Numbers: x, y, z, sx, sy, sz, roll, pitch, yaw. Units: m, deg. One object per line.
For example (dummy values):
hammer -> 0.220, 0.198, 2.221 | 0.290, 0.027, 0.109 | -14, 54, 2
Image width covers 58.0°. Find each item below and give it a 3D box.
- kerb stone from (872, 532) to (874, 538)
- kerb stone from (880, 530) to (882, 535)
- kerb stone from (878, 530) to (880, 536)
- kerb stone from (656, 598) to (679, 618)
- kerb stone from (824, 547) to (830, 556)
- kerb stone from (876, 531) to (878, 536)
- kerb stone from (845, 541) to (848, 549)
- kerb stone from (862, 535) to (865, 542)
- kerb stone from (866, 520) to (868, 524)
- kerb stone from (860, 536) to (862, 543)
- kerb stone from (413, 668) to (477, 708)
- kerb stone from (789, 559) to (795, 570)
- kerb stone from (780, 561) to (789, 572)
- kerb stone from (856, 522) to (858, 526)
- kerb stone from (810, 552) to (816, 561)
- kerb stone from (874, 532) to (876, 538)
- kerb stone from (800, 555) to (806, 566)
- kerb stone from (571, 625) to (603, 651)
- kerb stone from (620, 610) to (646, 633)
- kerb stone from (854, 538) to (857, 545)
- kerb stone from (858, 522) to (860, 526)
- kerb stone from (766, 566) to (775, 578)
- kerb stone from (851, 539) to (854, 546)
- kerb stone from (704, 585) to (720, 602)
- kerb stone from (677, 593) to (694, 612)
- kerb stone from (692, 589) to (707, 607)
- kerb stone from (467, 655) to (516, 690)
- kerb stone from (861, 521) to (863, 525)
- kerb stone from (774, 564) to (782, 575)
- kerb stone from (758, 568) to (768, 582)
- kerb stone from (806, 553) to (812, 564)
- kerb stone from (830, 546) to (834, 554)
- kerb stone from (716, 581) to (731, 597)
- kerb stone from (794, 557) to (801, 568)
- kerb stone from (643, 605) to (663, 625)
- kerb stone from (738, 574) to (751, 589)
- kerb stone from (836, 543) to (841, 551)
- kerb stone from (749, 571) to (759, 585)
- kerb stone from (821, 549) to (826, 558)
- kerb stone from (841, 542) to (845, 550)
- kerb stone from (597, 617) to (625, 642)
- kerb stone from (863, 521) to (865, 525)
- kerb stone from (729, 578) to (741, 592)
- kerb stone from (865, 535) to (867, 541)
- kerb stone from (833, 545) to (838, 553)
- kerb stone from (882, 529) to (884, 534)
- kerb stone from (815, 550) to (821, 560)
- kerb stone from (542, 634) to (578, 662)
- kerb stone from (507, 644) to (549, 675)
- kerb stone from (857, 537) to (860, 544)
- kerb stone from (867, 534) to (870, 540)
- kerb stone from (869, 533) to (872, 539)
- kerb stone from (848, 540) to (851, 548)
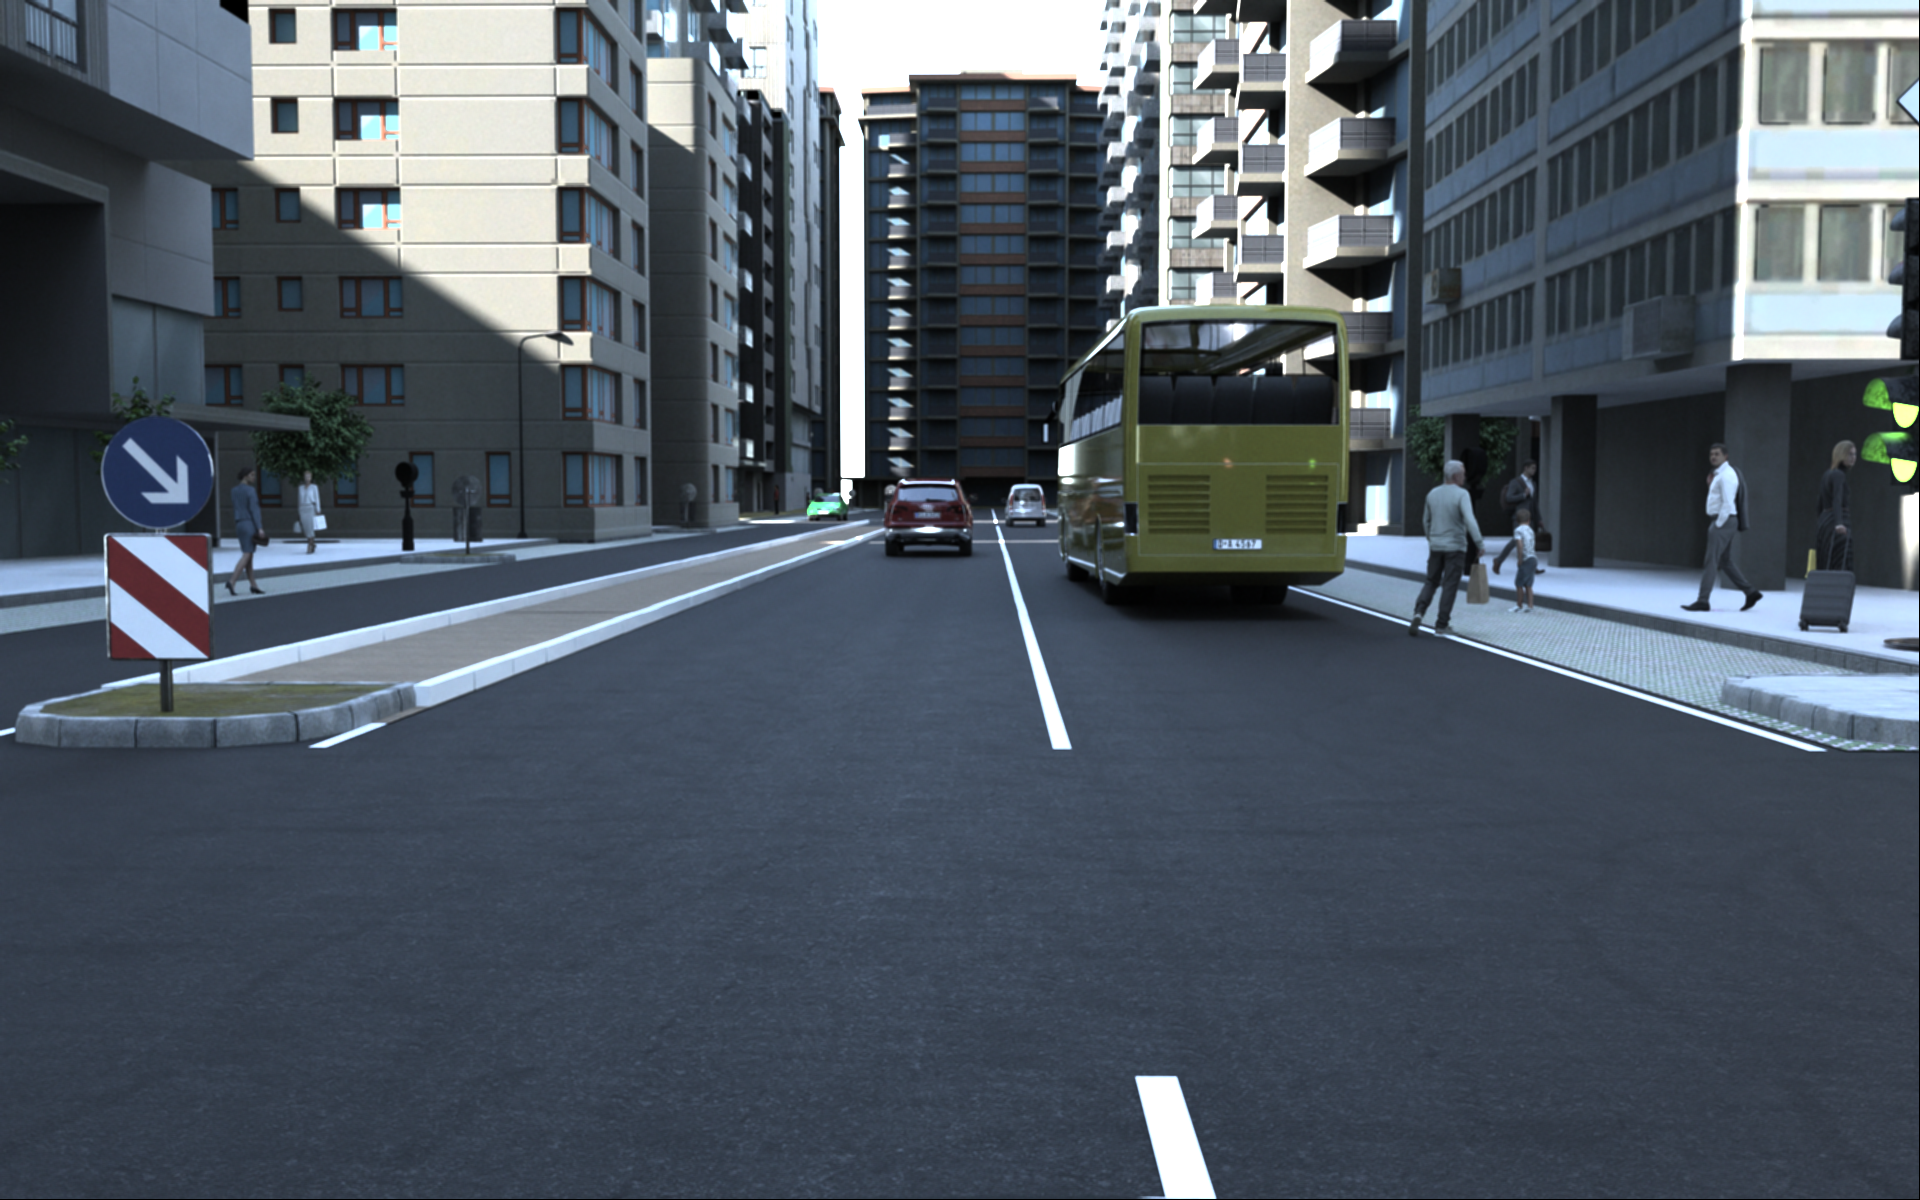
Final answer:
kerb stone -> -2.901, -2.018, 55.195 | 0.120, 0.150, 1.000 | 0, 4, 1
kerb stone -> -2.838, -2.266, 59.299 | 0.120, 0.150, 1.000 | 0, 4, 1
kerb stone -> -2.861, -2.207, 58.276 | 0.120, 0.150, 1.000 | 0, 4, 1
kerb stone -> -3.470, 0.117, 20.287 | 0.120, 0.150, 1.000 | 0, 4, 1
kerb stone -> -3.146, -1.076, 39.792 | 0.120, 0.150, 1.000 | 0, 4, 1
kerb stone -> -2.873, -2.139, 57.250 | 0.120, 0.150, 1.000 | 0, 4, 1
kerb stone -> -3.069, -1.391, 44.933 | 0.120, 0.150, 1.000 | 0, 4, 1
kerb stone -> -2.971, -1.767, 51.081 | 0.120, 0.150, 1.000 | 0, 4, 1
kerb stone -> -4.577, -3.649, 81.856 | 0.120, 0.150, 1.000 | 0, 4, 1
kerb stone -> -2.996, -1.703, 50.059 | 0.120, 0.150, 1.000 | 0, 4, 1
kerb stone -> -3.603, 0.618, 12.097 | 0.120, 0.150, 1.000 | 0, 4, 1
kerb stone -> -3.273, -0.633, 32.620 | 0.120, 0.150, 1.000 | 0, 4, 1
kerb stone -> -3.288, -0.571, 31.581 | 0.120, 0.150, 1.000 | 0, 4, 1
kerb stone -> -4.672, -3.262, 75.693 | 0.120, 0.150, 1.000 | 0, 4, 1
kerb stone -> -3.207, -0.888, 36.713 | 0.120, 0.150, 1.000 | 0, 4, 1
kerb stone -> -2.888, -2.081, 56.226 | 0.120, 0.150, 1.000 | 0, 4, 1
kerb stone -> -3.240, -0.763, 34.669 | 0.120, 0.150, 1.000 | 0, 4, 1
kerb stone -> -3.533, 0.372, 16.198 | 0.120, 0.150, 1.000 | 0, 4, 1
kerb stone -> -3.498, 0.242, 18.242 | 0.120, 0.150, 1.000 | 0, 4, 1
kerb stone -> -3.022, -1.579, 48.015 | 0.120, 0.150, 1.000 | 0, 4, 1
kerb stone -> -4.654, -3.333, 76.715 | 0.120, 0.150, 1.000 | 0, 4, 1
kerb stone -> -3.324, -0.449, 29.535 | 0.120, 0.150, 1.000 | 0, 4, 1
kerb stone -> -3.033, -1.516, 46.981 | 0.120, 0.150, 1.000 | 0, 4, 1
kerb stone -> -3.417, -0.073, 23.388 | 0.120, 0.150, 1.000 | 0, 4, 1
kerb stone -> -3.457, 0.053, 21.323 | 0.120, 0.150, 1.000 | 0, 4, 1
kerb stone -> -3.434, -0.009, 22.349 | 0.120, 0.150, 1.000 | 0, 4, 1
kerb stone -> -3.584, 0.555, 13.123 | 0.120, 0.150, 1.000 | 0, 4, 1
kerb stone -> -4.626, -3.458, 78.772 | 0.120, 0.150, 1.000 | 0, 4, 1
kerb stone -> -3.305, -0.511, 30.558 | 0.120, 0.150, 1.000 | 0, 4, 1
kerb stone -> -3.328, -0.385, 28.510 | 0.120, 0.150, 1.000 | 0, 4, 1
kerb stone -> -3.223, -0.823, 35.691 | 0.120, 0.150, 1.000 | 0, 4, 1
kerb stone -> -3.137, -1.140, 40.827 | 0.120, 0.150, 1.000 | 0, 4, 1
kerb stone -> -3.404, -0.136, 24.412 | 0.120, 0.150, 1.000 | 0, 4, 1
kerb stone -> -3.254, -0.694, 33.642 | 0.120, 0.150, 1.000 | 0, 4, 1
kerb stone -> -3.485, 0.187, 19.265 | 0.120, 0.150, 1.000 | 0, 4, 1
kerb stone -> -3.362, -0.261, 26.463 | 0.120, 0.150, 1.000 | 0, 4, 1
kerb stone -> -3.107, -1.265, 42.873 | 0.120, 0.150, 1.000 | 0, 4, 1
kerb stone -> -3.350, -0.324, 27.485 | 0.120, 0.150, 1.000 | 0, 4, 1
kerb stone -> -3.169, -1.013, 38.770 | 0.120, 0.150, 1.000 | 0, 4, 1
kerb stone -> -3.088, -1.327, 43.895 | 0.120, 0.150, 1.000 | 0, 4, 1
kerb stone -> -3.518, 0.309, 17.220 | 0.120, 0.150, 1.000 | 0, 4, 1
kerb stone -> -4.602, -3.523, 79.801 | 0.120, 0.150, 1.000 | 0, 4, 1
kerb stone -> -3.385, -0.192, 25.434 | 0.120, 0.150, 1.000 | 0, 4, 1
kerb stone -> -2.961, -1.823, 52.104 | 0.120, 0.150, 1.000 | 0, 4, 1
kerb stone -> -3.120, -1.202, 41.851 | 0.120, 0.150, 1.000 | 0, 4, 1
kerb stone -> -2.818, -2.333, 60.335 | 0.120, 0.150, 1.000 | 0, 4, 1
kerb stone -> -3.185, -0.951, 37.748 | 0.120, 0.150, 1.000 | 0, 4, 1
kerb stone -> -3.547, 0.438, 15.173 | 0.120, 0.150, 1.000 | 0, 4, 1
kerb stone -> -3.569, 0.497, 14.145 | 0.120, 0.150, 1.000 | 0, 4, 1
kerb stone -> -3.009, -1.642, 49.037 | 0.120, 0.150, 1.000 | 0, 4, 1
kerb stone -> -2.940, -1.889, 53.129 | 0.120, 0.150, 1.000 | 0, 4, 1
kerb stone -> -2.922, -1.956, 54.170 | 0.120, 0.150, 1.000 | 0, 4, 1
kerb stone -> -3.053, -1.451, 45.957 | 0.120, 0.150, 1.000 | 0, 4, 1
